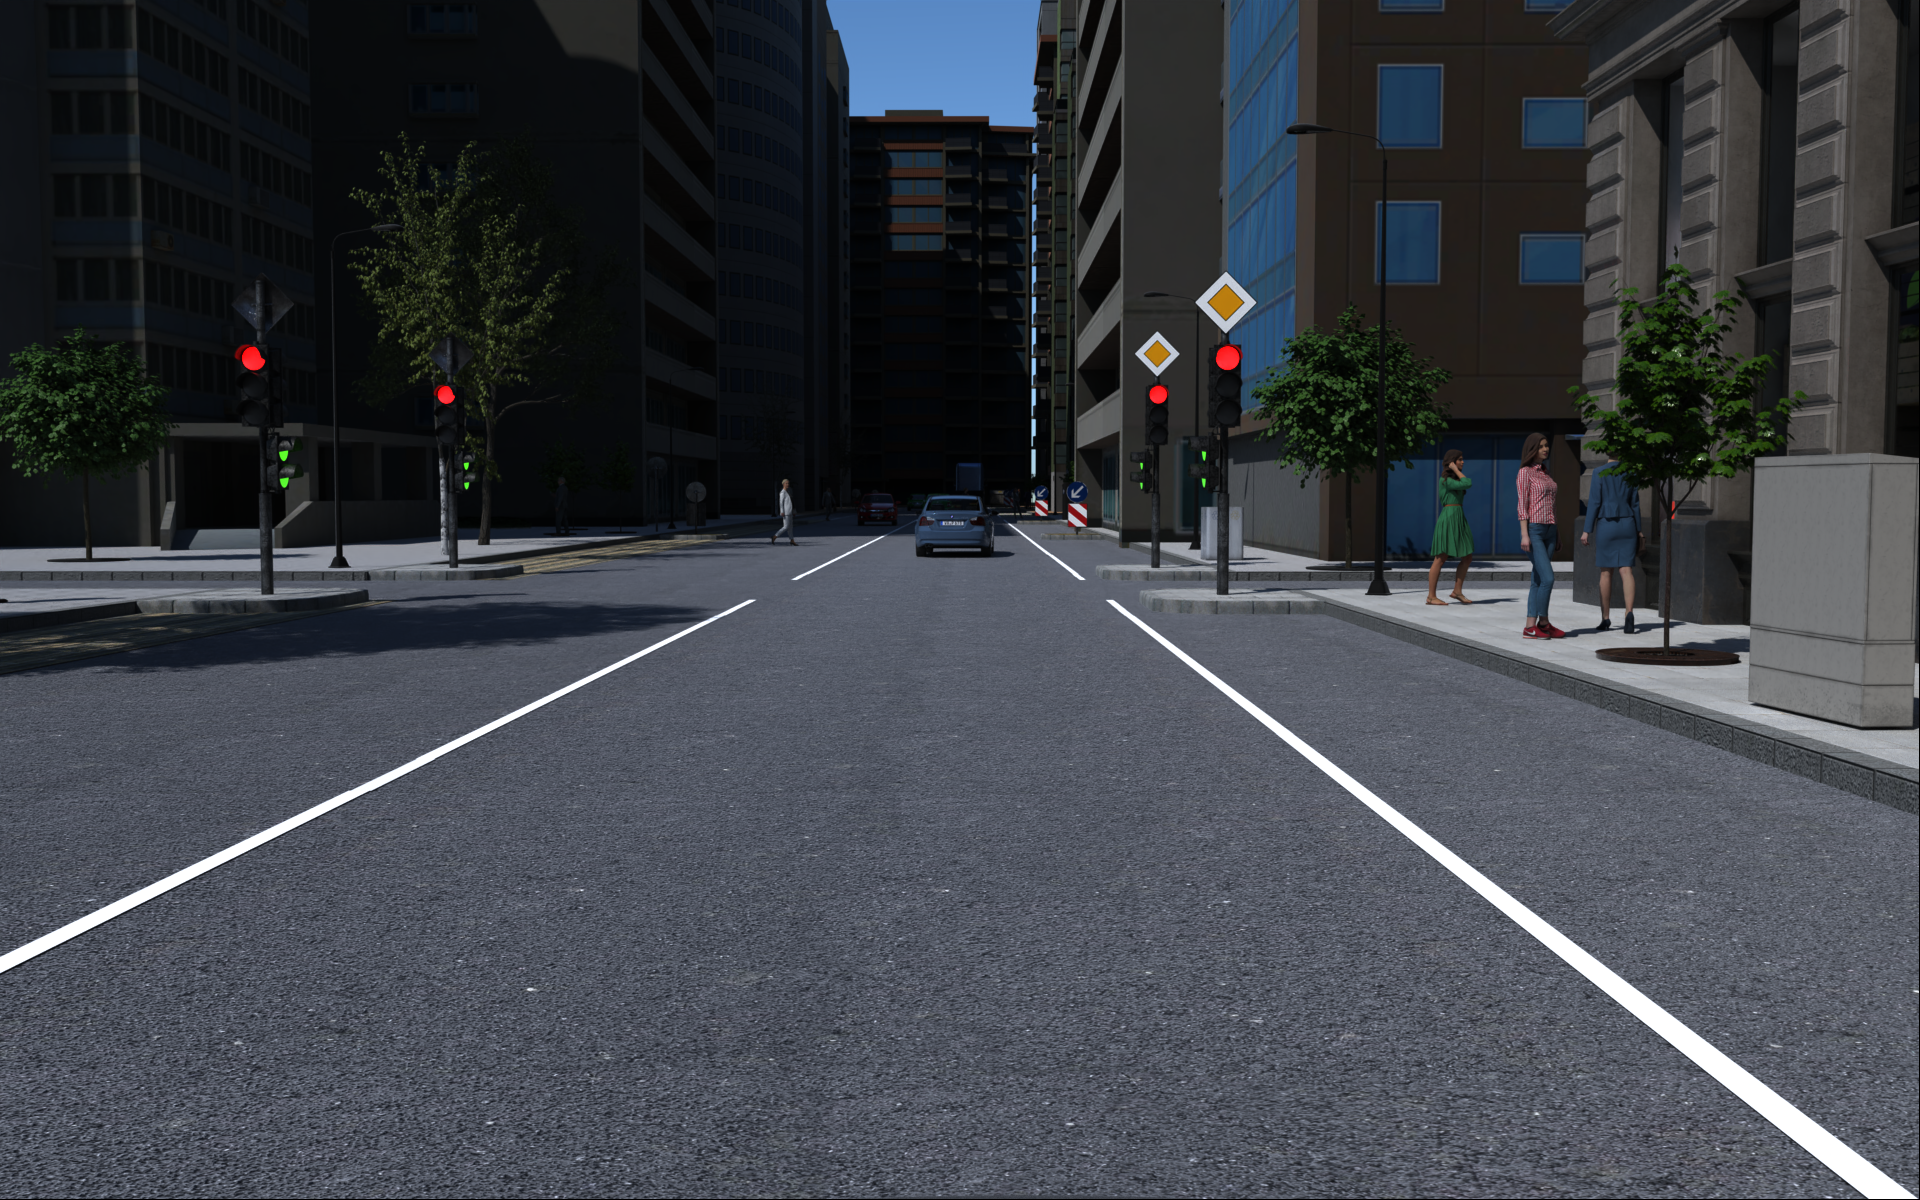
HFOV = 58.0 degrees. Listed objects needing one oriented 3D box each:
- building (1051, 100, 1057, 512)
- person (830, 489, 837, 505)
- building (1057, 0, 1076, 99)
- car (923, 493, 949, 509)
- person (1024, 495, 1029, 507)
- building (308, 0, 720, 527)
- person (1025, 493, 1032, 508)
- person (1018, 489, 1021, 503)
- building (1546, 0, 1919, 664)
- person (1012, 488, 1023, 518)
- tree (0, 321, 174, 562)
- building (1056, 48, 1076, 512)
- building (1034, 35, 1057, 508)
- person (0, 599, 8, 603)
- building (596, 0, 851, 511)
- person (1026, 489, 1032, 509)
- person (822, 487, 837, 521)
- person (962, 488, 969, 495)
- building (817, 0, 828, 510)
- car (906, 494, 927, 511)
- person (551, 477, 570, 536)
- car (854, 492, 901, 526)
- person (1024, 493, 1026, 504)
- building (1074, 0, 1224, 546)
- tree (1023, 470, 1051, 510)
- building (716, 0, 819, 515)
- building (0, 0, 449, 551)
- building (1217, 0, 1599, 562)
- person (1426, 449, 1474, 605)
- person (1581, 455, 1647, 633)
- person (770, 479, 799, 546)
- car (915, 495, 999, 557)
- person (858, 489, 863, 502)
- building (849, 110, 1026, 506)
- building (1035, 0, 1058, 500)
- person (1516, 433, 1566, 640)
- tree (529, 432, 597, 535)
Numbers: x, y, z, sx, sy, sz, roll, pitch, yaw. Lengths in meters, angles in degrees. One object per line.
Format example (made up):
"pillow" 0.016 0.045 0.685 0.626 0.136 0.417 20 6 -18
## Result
"building" 13.812 -21.917 130.052 14.160 30.474 14.107 0 4 0
"person" -11.725 -9.196 157.227 1.217 1.723 0.721 -2 4 -30
"building" 14.961 -28.154 143.907 14.154 41.232 14.086 0 4 0
"car" -1.235 -5.682 101.692 1.959 1.807 4.718 0 4 1
"person" 6.461 -9.921 168.701 0.568 1.767 0.683 1 4 18
"building" -23.015 -27.726 77.026 21.300 48.544 21.600 0 4 0
"person" 6.155 -9.165 155.764 0.709 1.838 0.599 0 4 5
"person" 6.189 -10.763 182.162 0.705 1.807 1.348 1 4 20
"building" 12.025 -11.118 10.653 11.050 23.489 19.941 0 4 0
"person" 3.387 -5.675 101.563 0.573 1.790 0.520 2 4 35
"tree" -16.781 -3.026 33.187 4.285 4.588 4.351 0 3 0
"building" 14.063 -21.056 115.969 14.160 30.474 14.107 0 4 0
"building" 18.124 -31.229 165.218 22.147 44.769 28.867 0 4 0
"person" -11.563 -0.866 20.116 0.836 1.842 0.656 -2 4 -26
"building" -21.984 -33.357 169.087 21.600 48.544 21.300 0 4 0
"person" 5.835 -8.548 146.726 0.541 1.710 0.530 1 4 22
"person" -7.006 -5.127 92.445 0.709 1.813 0.853 -3 5 -41
"person" 0.231 -4.979 90.329 0.534 1.772 0.576 1 4 11
"building" -18.225 -29.983 140.327 14.600 45.320 14.200 0 4 0
"car" -3.583 -8.496 147.702 1.959 1.807 4.718 0 4 0
"person" -12.176 -2.837 52.598 0.590 1.801 0.661 0 4 4
"car" -3.789 -4.332 79.864 2.155 1.783 4.494 0 4 -1
"person" 6.453 -9.810 169.670 0.421 1.427 0.697 1 4 9
"building" 14.999 -26.369 54.836 21.300 48.544 21.600 0 4 0
"tree" 6.452 -8.996 141.689 1.663 3.219 1.824 0 3 0
"building" -21.455 -35.251 118.355 21.231 58.520 28.212 0 4 0
"building" -32.034 -21.695 46.593 32.217 40.220 23.993 0 4 0
"building" 13.750 -23.730 38.091 14.200 45.320 14.600 0 4 0
"person" 5.669 -0.839 20.009 0.529 1.795 0.600 1 4 20
"person" 6.076 -0.612 16.075 0.581 1.822 0.654 1 4 12
"person" -4.850 -2.412 47.813 0.818 1.842 0.514 -1 4 -8
"car" -0.093 -1.765 40.864 2.014 1.417 4.499 0 4 2
"person" -9.871 -10.049 171.076 0.721 1.736 1.217 2 4 26
"building" -5.894 -33.381 200.404 28.867 44.769 22.147 0 4 0
"building" 23.154 -40.161 198.633 28.212 58.520 21.231 0 4 0
"person" 5.111 -0.566 15.304 0.388 1.821 0.555 3 5 41
"tree" -12.522 -3.651 54.297 1.663 3.219 1.824 0 3 0
